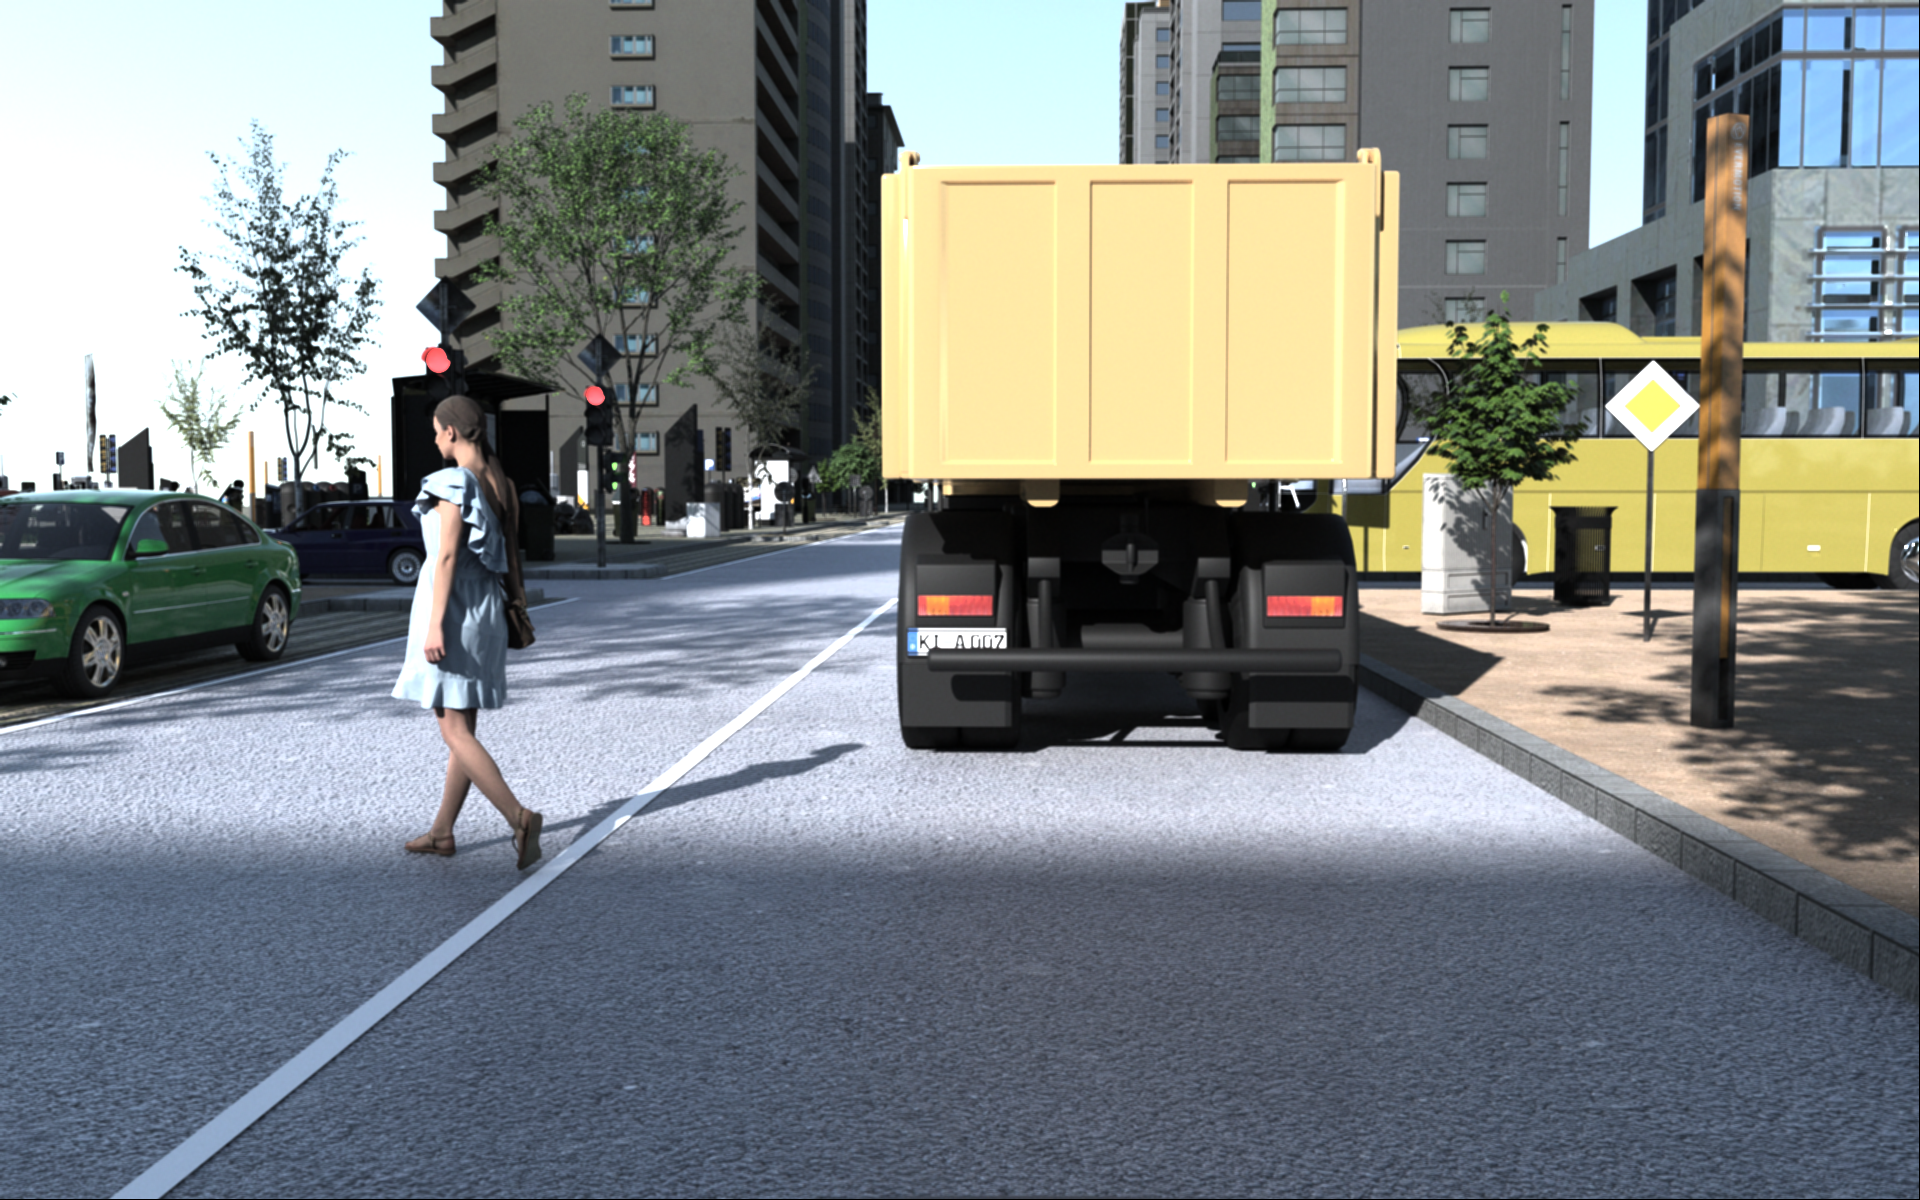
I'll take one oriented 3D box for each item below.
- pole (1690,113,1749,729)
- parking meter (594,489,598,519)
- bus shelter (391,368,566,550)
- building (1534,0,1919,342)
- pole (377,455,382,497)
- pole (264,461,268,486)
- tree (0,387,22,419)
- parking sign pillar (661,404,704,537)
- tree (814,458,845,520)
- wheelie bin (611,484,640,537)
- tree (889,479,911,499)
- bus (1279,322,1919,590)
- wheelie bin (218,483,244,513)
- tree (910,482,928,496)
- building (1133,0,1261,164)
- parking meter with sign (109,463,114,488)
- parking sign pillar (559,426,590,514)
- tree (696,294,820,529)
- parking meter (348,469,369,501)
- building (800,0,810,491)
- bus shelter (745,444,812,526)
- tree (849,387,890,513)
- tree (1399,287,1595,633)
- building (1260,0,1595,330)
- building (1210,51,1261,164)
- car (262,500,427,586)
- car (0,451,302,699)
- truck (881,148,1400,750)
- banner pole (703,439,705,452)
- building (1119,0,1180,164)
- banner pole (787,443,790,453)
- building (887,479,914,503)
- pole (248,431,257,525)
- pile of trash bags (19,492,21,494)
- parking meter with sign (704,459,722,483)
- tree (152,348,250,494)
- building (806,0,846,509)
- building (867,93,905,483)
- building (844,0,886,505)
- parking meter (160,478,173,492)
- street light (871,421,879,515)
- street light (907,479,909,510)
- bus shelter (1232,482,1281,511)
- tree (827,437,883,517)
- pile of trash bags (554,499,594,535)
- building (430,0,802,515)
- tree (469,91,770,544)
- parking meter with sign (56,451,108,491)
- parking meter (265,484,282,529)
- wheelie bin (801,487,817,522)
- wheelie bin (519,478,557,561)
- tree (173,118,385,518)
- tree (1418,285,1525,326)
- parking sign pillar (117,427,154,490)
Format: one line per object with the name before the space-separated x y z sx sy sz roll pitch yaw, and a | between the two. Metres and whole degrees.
pole | 4.143 -0.954 9.443 0.158 3.312 0.155 0 3 0
parking meter | -19.011 -5.050 90.974 0.372 1.533 0.369 0 3 0
bus shelter | -9.741 -2.708 35.553 1.731 3.624 6.357 0 4 2
building | 32.003 -44.643 42.584 31.000 86.520 22.319 0 4 2
pole | -29.918 -5.840 89.327 0.158 3.312 0.155 0 3 0
pole | -42.477 -6.863 106.053 0.158 3.312 0.155 0 3 0
tree | -9.243 -1.232 14.745 1.663 3.219 1.824 0 3 0
parking sign pillar | -8.342 -3.912 52.426 1.447 3.967 1.447 3 4 38
tree | -6.696 -5.527 84.974 1.663 3.219 1.824 0 3 0
wheelie bin | -10.032 -2.697 52.007 0.693 1.594 0.980 -3 5 -39
tree | -4.618 -12.326 151.887 4.360 8.622 3.978 0 3 0
bus | 10.652 -2.062 25.262 12.252 3.916 2.896 0 4 1
wheelie bin | -20.593 -2.511 48.957 0.693 1.594 0.980 -2 4 -23
tree | -3.663 -9.892 156.337 1.663 3.219 1.824 0 3 0
building | 31.663 -41.003 212.397 21.231 58.520 28.212 0 4 2
parking meter with sign | -47.927 -6.197 97.578 0.543 3.016 1.738 -1 4 -18
parking sign pillar | -15.410 -4.938 69.212 1.447 3.967 1.447 3 4 37
tree | -7.396 -6.885 62.925 4.360 8.622 3.978 0 3 0
parking meter | -12.868 -1.918 37.074 0.399 1.863 0.255 -1 4 -16
building | -19.657 -27.636 135.448 14.154 41.232 14.086 0 4 2
bus shelter | -7.519 -4.790 72.237 2.014 3.302 5.546 0 4 2
tree | -5.109 -10.064 114.910 4.737 8.622 4.395 0 3 0
tree | 5.056 -1.323 16.231 1.663 3.219 1.824 0 3 0
building | 21.236 -24.428 82.987 14.154 41.232 14.086 0 4 2
building | 23.576 -21.094 116.581 14.160 30.474 14.107 0 4 2
car | -9.833 -0.926 27.727 3.894 1.354 1.945 0 4 3
car | -6.800 -0.287 13.486 1.959 1.807 4.718 0 4 2
truck | 1.021 -1.065 13.345 3.469 3.379 9.791 0 4 2
banner pole | -11.895 -5.441 78.972 0.863 3.779 0.401 1 4 22
building | 31.584 -49.763 251.870 20.563 71.187 20.611 0 4 2
banner pole | -8.418 -5.802 84.884 0.401 3.779 0.863 -1 4 -13
building | -14.226 -29.483 253.745 14.160 30.474 14.107 0 4 2
pole | -22.852 -3.796 55.907 0.158 3.312 0.155 0 3 0
pile of trash bags | -18.717 -1.660 36.895 3.447 1.369 1.912 -1 4 -13
parking meter with sign | -12.375 -5.598 87.784 0.543 3.016 1.738 1 4 13
tree | -38.798 -8.432 88.221 4.737 8.622 4.395 0 3 0
building | -22.352 -37.604 156.830 21.231 58.520 28.212 0 4 2
building | -22.480 -39.338 232.414 28.713 52.752 27.495 0 4 2
building | -19.505 -47.061 207.704 20.563 71.187 20.611 0 4 2
parking meter | -28.086 -3.401 61.321 0.399 1.863 0.255 -1 4 -22
street light | -5.192 -8.216 107.118 0.468 5.910 1.993 0 4 2
street light | -4.103 -9.994 136.194 0.468 5.910 1.993 0 4 2
bus shelter | 6.557 -2.801 37.083 1.731 3.624 6.357 0 4 2
tree | -5.934 -6.900 96.522 4.285 4.588 4.351 0 3 0
pile of trash bags | -13.350 -2.732 54.417 3.447 1.369 1.912 -2 4 -32
building | -22.698 -30.129 116.313 21.300 48.544 21.600 0 4 2
tree | -8.636 -7.265 44.542 9.928 11.665 9.643 0 3 0
parking meter with sign | -36.040 -4.574 71.047 1.738 3.016 0.543 0 4 -1
parking meter | -17.080 -2.122 43.100 0.372 1.533 0.369 0 3 0
wheelie bin | -6.943 -4.370 79.357 0.693 1.594 0.980 -1 4 -15
wheelie bin | -8.120 -1.557 33.365 0.693 1.594 0.980 -1 4 -13
tree | -13.161 -5.127 34.184 4.360 8.622 3.978 0 3 0
tree | 17.212 -6.754 60.788 4.360 8.622 3.978 0 3 0
parking sign pillar | -33.234 -4.978 69.856 1.447 3.967 1.447 0 4 5
